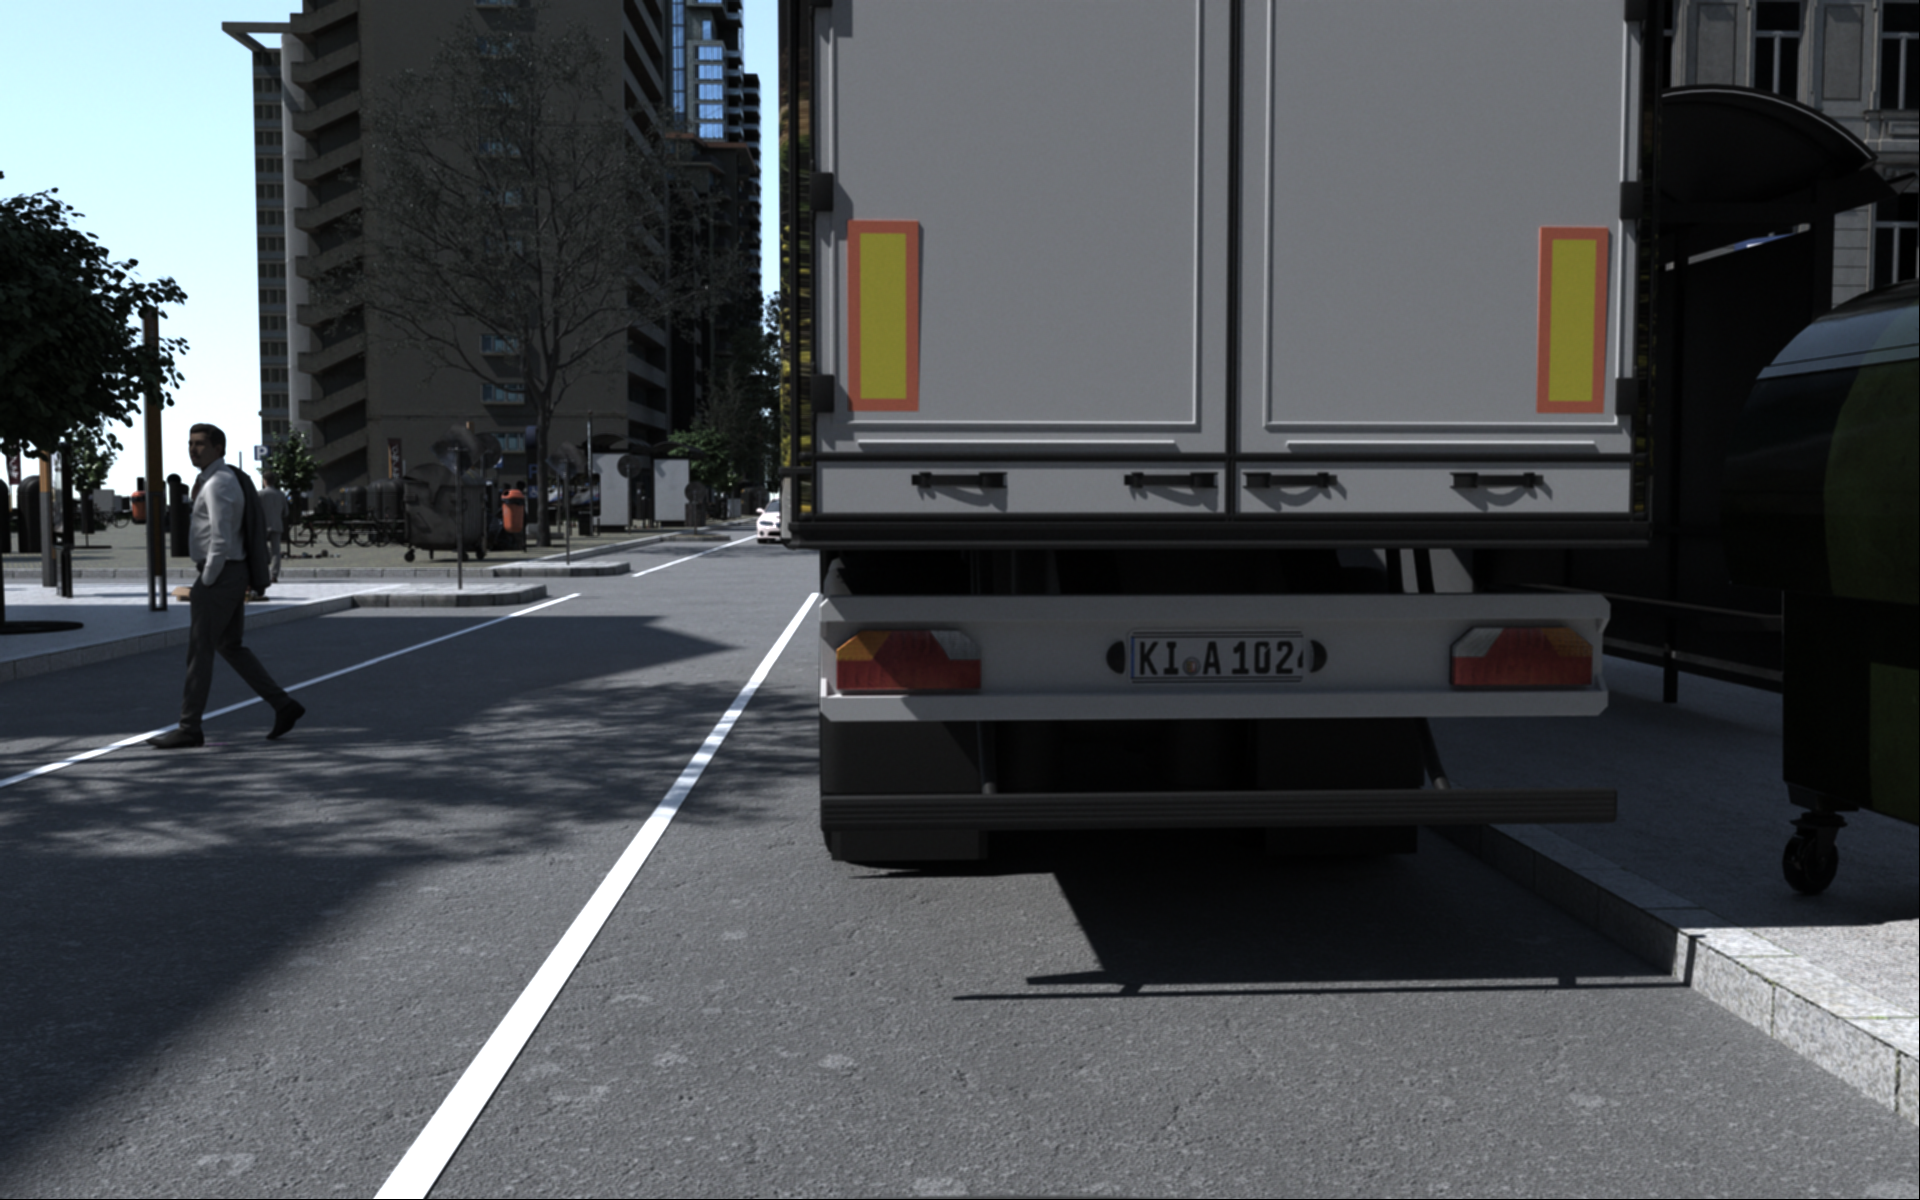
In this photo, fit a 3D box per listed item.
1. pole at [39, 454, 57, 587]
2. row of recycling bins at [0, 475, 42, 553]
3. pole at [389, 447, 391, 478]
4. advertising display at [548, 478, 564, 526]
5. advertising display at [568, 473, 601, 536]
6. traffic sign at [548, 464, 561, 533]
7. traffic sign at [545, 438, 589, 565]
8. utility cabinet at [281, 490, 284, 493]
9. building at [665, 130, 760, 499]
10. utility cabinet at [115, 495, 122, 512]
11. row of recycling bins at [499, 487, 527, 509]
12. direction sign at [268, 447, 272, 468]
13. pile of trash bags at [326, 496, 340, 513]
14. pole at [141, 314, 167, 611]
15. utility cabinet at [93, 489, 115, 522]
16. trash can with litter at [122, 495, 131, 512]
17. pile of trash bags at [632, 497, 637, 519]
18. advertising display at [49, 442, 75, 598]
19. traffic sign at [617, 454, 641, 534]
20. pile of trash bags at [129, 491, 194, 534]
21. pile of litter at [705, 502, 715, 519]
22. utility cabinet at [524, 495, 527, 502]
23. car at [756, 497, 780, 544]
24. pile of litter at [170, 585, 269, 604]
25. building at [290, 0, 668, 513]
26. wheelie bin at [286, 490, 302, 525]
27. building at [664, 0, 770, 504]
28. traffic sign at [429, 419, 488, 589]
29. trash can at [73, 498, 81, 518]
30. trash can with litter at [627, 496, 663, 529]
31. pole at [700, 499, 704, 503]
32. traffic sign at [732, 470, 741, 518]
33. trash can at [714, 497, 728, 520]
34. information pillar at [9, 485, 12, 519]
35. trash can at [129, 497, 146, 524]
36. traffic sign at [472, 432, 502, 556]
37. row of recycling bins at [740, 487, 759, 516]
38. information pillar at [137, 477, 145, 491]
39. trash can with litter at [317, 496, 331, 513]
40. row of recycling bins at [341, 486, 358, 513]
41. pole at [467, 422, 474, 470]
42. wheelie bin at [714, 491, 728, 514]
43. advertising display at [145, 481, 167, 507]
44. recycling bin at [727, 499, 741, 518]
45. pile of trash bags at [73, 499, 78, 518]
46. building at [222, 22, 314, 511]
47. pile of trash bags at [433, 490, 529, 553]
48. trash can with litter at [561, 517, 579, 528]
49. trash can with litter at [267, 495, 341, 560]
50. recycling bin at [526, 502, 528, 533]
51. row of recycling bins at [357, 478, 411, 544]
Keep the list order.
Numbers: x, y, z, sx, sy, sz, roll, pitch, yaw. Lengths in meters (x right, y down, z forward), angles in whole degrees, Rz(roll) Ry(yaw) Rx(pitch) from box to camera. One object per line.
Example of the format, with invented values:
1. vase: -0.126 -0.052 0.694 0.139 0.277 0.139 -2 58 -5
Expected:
1. pole: -12.574 -1.837 23.872 0.158 3.312 0.155 0 3 0
2. row of recycling bins: -21.482 -1.863 37.573 3.534 1.692 1.069 -1 4 -12
3. pole: -22.872 -4.644 69.774 0.158 3.312 0.155 0 3 0
4. advertising display: -16.486 -3.961 69.984 0.974 1.923 0.123 1 4 9
5. advertising display: -11.594 -2.952 53.474 0.974 1.923 0.123 -1 4 -12
6. traffic sign: -12.275 -3.234 52.983 0.768 2.556 0.104 0 4 7
7. traffic sign: -7.084 -1.689 31.263 0.795 2.450 0.064 0 4 -2
8. utility cabinet: -38.832 -5.543 99.311 1.173 1.500 0.318 2 4 24
9. building: -36.156 -34.008 210.651 22.147 44.769 28.867 0 4 -2
10. utility cabinet: -45.535 -5.000 92.914 1.020 1.237 0.306 -2 4 -28
11. row of recycling bins: -26.236 -5.701 100.322 3.534 1.692 1.069 -3 5 -42
12. direction sign: -33.165 -5.586 83.320 0.379 3.537 0.876 -2 4 -30
13. pile of trash bags: -36.218 -5.679 102.607 3.447 1.369 1.912 2 4 30
14. pole: -8.830 -1.537 18.967 0.158 3.312 0.155 0 3 0
15. utility cabinet: -39.577 -4.347 79.745 1.173 1.500 0.318 -1 4 -8
16. trash can with litter: -47.858 -5.456 100.262 1.678 1.210 2.233 2 4 27
17. pile of trash bags: -17.211 -4.779 87.895 3.447 1.369 1.912 -2 4 -25
18. advertising display: -11.236 -1.007 21.677 0.123 1.923 0.974 -2 4 -35
19. traffic sign: -10.583 -3.382 55.398 0.768 2.556 0.104 0 4 4
20. pile of trash bags: -26.041 -2.925 57.573 1.912 1.369 3.447 2 4 23
21. pile of litter: -13.332 -4.735 91.377 1.176 0.858 1.719 3 5 41
22. utility cabinet: -23.447 -5.138 95.175 1.020 1.237 0.306 -1 4 -9
23. car: -4.975 -2.403 51.651 2.083 1.381 4.827 0 4 -1
24. pile of litter: -8.883 -0.420 20.828 1.176 0.858 1.719 -1 4 -8
25. building: -31.795 -30.129 116.309 21.300 48.544 21.600 0 4 -2
26. wheelie bin: -27.433 -3.873 71.227 0.693 1.594 0.980 -2 4 -29
27. building: -37.417 -56.671 239.235 22.319 86.520 31.000 0 4 -2
28. traffic sign: -6.735 -1.201 23.286 0.795 2.450 0.064 0 4 -2
29. trash can: -35.782 -3.584 70.245 0.748 1.137 0.748 0 3 0
30. trash can with litter: -11.868 -3.254 64.253 1.678 1.210 2.233 1 4 12
31. pole: -13.959 -6.108 93.716 0.158 3.312 0.155 0 3 0
32. traffic sign: -11.735 -5.473 89.484 0.884 2.594 0.081 0 4 6
33. trash can: -11.874 -4.555 86.135 0.748 1.137 0.748 0 3 0
34. information pillar: -49.183 -6.013 89.668 0.183 3.616 0.504 -2 4 -32
35. trash can: -34.911 -3.794 73.688 0.748 1.137 0.748 0 3 0
36. traffic sign: -9.836 -2.181 35.757 0.768 2.556 0.104 0 4 -2
37. row of recycling bins: -12.679 -5.980 104.879 1.069 1.692 3.534 -1 4 -12
38. information pillar: -35.476 -4.316 75.057 0.304 2.012 0.304 -1 4 -22
39. trash can with litter: -29.196 -4.205 80.136 1.055 1.170 0.624 1 4 15
40. row of recycling bins: -29.703 -4.946 87.978 1.069 1.692 3.534 1 4 19
41. pole: -13.855 -3.379 49.093 0.158 3.312 0.155 0 3 0
42. wheelie bin: -13.992 -5.731 101.609 0.980 1.594 0.693 1 4 16
43. advertising display: -38.557 -4.759 83.017 0.974 1.923 0.123 -3 5 -41
44. recycling bin: -12.295 -4.969 93.803 0.722 1.027 0.722 -2 4 -24
45. pile of trash bags: -44.657 -4.638 85.584 1.912 1.369 3.447 -2 4 -27
46. building: -38.383 -27.362 139.257 32.217 40.220 23.993 0 4 -2
47. pile of trash bags: -10.559 -1.778 38.822 1.912 1.369 3.447 -3 4 -38
48. trash can with litter: -16.247 -3.788 72.986 2.233 1.210 1.678 -3 4 -38
49. trash can with litter: -13.270 -1.446 34.693 1.678 1.210 2.233 2 4 35
50. recycling bin: -14.184 -2.671 56.225 0.722 1.027 0.722 0 4 6
51. row of recycling bins: -15.132 -2.381 46.042 1.069 1.692 3.534 -2 4 -27
